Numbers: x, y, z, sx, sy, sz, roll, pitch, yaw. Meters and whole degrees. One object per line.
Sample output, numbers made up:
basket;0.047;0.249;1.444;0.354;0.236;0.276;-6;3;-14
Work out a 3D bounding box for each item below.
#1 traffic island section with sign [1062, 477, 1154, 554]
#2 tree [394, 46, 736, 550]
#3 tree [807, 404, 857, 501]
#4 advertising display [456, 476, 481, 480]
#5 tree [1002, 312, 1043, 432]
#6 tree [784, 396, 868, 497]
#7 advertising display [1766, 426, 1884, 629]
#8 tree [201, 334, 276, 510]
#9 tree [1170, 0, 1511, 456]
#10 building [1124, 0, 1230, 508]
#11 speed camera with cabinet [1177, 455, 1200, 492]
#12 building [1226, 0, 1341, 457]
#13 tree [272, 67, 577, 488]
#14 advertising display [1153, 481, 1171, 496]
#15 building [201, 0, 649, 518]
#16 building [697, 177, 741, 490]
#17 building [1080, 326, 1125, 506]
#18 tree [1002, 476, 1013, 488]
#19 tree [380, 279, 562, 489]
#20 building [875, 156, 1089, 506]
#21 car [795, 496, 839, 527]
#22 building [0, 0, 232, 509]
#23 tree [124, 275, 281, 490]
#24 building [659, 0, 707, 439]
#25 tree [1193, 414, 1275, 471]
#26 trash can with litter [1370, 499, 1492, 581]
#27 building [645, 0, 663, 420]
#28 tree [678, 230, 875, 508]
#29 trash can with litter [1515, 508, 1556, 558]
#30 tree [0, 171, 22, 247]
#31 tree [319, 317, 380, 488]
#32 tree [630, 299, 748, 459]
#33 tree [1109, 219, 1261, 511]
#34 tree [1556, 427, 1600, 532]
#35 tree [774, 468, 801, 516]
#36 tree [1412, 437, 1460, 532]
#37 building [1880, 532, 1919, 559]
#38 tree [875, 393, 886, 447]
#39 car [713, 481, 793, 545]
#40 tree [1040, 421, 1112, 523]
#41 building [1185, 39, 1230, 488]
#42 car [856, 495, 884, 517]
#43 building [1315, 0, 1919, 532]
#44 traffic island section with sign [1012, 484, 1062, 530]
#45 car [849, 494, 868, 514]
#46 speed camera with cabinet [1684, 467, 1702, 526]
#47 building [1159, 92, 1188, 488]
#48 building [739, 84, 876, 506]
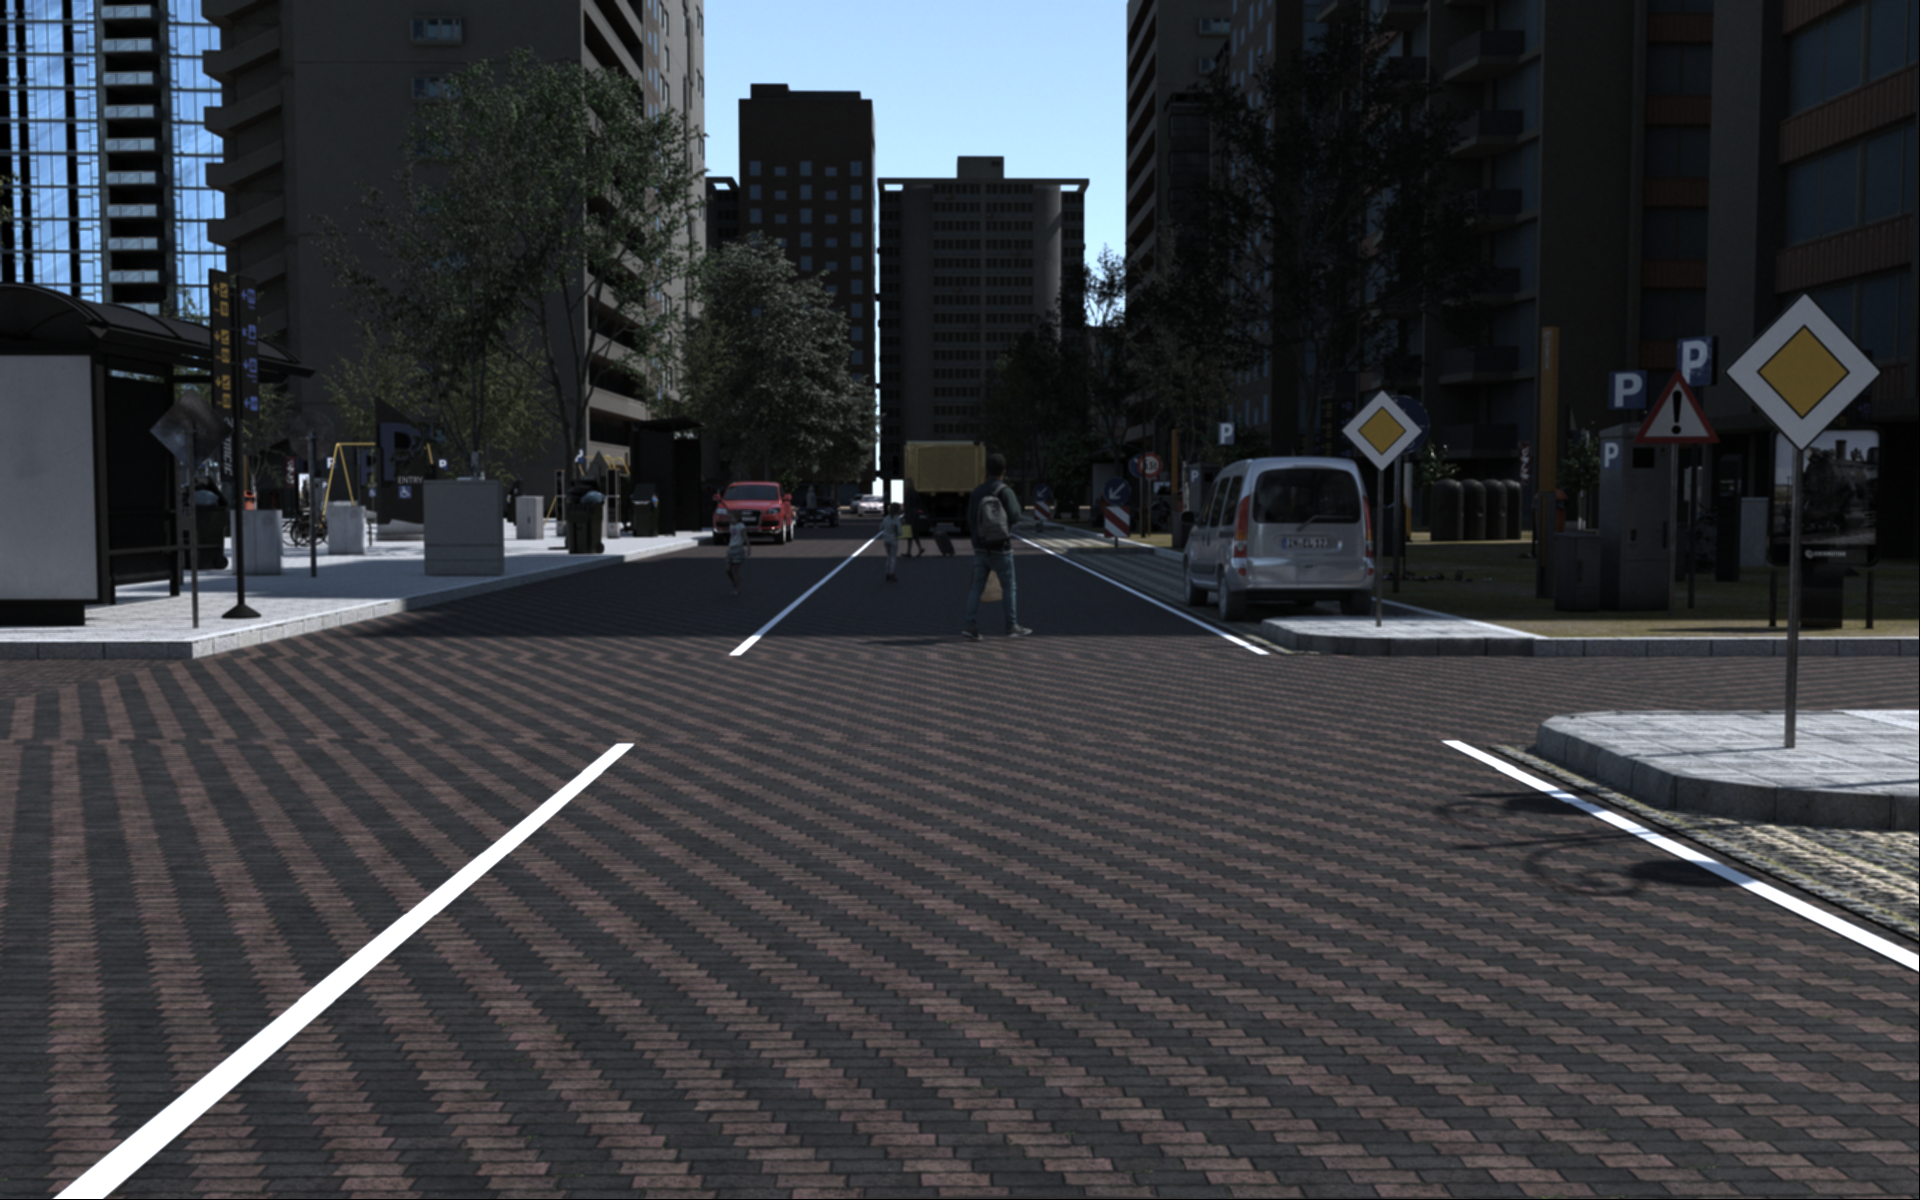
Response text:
traffic island section with sign;3.603;-2.033;41.872;1.989;1.847;2.006;0;4;-1
tree;-9.000;-6.986;39.975;9.928;11.665;9.643;0;3;0
tree;-10.300;-11.407;136.864;4.737;8.622;4.395;0;3;0
advertising display;-17.541;-3.471;61.963;0.974;1.923;0.123;-2;4;-27
tree;5.901;-7.899;63.566;8.767;10.594;7.601;0;4;-4
tree;-11.524;-13.066;148.046;7.601;10.594;8.767;-1;4;-23
advertising display;8.261;-0.695;16.573;0.974;1.923;0.123;1;4;15
tree;-30.082;-7.534;73.542;4.360;8.622;3.978;0;3;0
tree;6.743;-5.970;32.017;7.601;10.594;8.767;-1;4;-19
building;25.767;-31.935;145.840;21.300;48.544;21.600;0;4;-1
speed camera with cabinet;11.347;-5.674;87.103;2.038;3.252;0.660;0;4;1
building;23.567;-27.492;99.613;14.600;45.320;14.200;0;4;-1
tree;-8.581;-4.851;29.680;4.360;8.622;3.978;0;3;0
advertising display;9.924;-4.876;84.935;0.974;1.923;0.123;2;4;31
building;-30.739;-29.210;101.278;21.300;48.544;21.600;0;4;-1
building;-36.435;-31.125;200.770;23.993;40.220;32.217;0;4;-1
building;28.807;-21.750;200.644;28.899;21.520;27.650;0;4;-1
tree;4.213;-10.508;166.403;1.663;3.219;1.824;0;3;0
tree;-15.736;-6.527;57.080;4.737;8.622;4.395;0;3;0
building;2.325;-31.185;201.750;23.993;40.220;32.217;0;4;-1
car;-6.266;-3.894;76.250;1.945;1.354;3.894;0;4;-1
building;-65.866;-50.751;142.444;31.000;86.520;22.319;0;4;-1
tree;-25.181;-6.629;58.747;4.737;8.622;4.395;0;3;0
building;-35.538;-33.806;141.962;27.495;52.752;28.713;0;4;-1
tree;11.275;-5.361;71.358;4.285;4.588;4.351;0;3;0
trash can with litter;6.757;-0.901;25.791;2.233;1.210;1.678;1;4;19
building;-28.607;-28.698;119.317;14.600;45.320;14.200;0;4;-1
tree;-9.168;-10.833;83.773;9.857;13.997;8.962;0;3;0
trash can with litter;12.046;-1.463;34.984;2.233;1.210;1.678;-3;5;-40
tree;-16.233;-4.559;24.901;4.737;8.622;4.395;0;3;0
tree;-23.436;-7.332;70.235;4.737;8.622;4.395;0;3;0
tree;-10.060;-6.979;64.467;4.737;8.622;4.395;0;3;0
tree;6.038;-5.857;46.126;4.360;8.622;3.978;0;3;0
tree;17.913;-3.397;50.142;1.663;3.219;1.824;0;3;0
tree;-10.323;-6.640;103.160;1.663;3.219;1.824;0;3;0
tree;15.802;-3.913;58.573;1.663;3.219;1.824;0;3;0
building;31.284;-23.380;36.886;28.867;44.769;22.147;0;4;-1
tree;-11.308;-15.404;158.512;9.857;13.997;8.962;0;3;0
car;-6.013;-2.568;50.665;2.281;1.827;5.304;0;4;-2
tree;5.195;-5.767;77.999;4.285;4.588;4.351;0;3;0
building;23.219;-20.947;114.189;14.160;30.474;14.107;0;4;-1
car;-5.589;-6.023;110.843;2.083;1.381;4.827;0;4;-3
building;28.163;-25.851;77.294;22.147;44.769;28.867;0;4;-1
traffic island section with sign;3.099;-3.682;68.823;1.989;1.847;2.006;0;4;-1
car;-6.947;-6.909;124.970;2.014;1.417;4.499;0;4;1
speed camera with cabinet;25.749;-3.946;58.848;2.038;3.252;0.660;3;5;44
building;21.560;-21.807;128.242;14.160;30.474;14.107;0;4;-1
building;-16.608;-33.182;192.640;14.200;45.320;14.600;0;4;-1
